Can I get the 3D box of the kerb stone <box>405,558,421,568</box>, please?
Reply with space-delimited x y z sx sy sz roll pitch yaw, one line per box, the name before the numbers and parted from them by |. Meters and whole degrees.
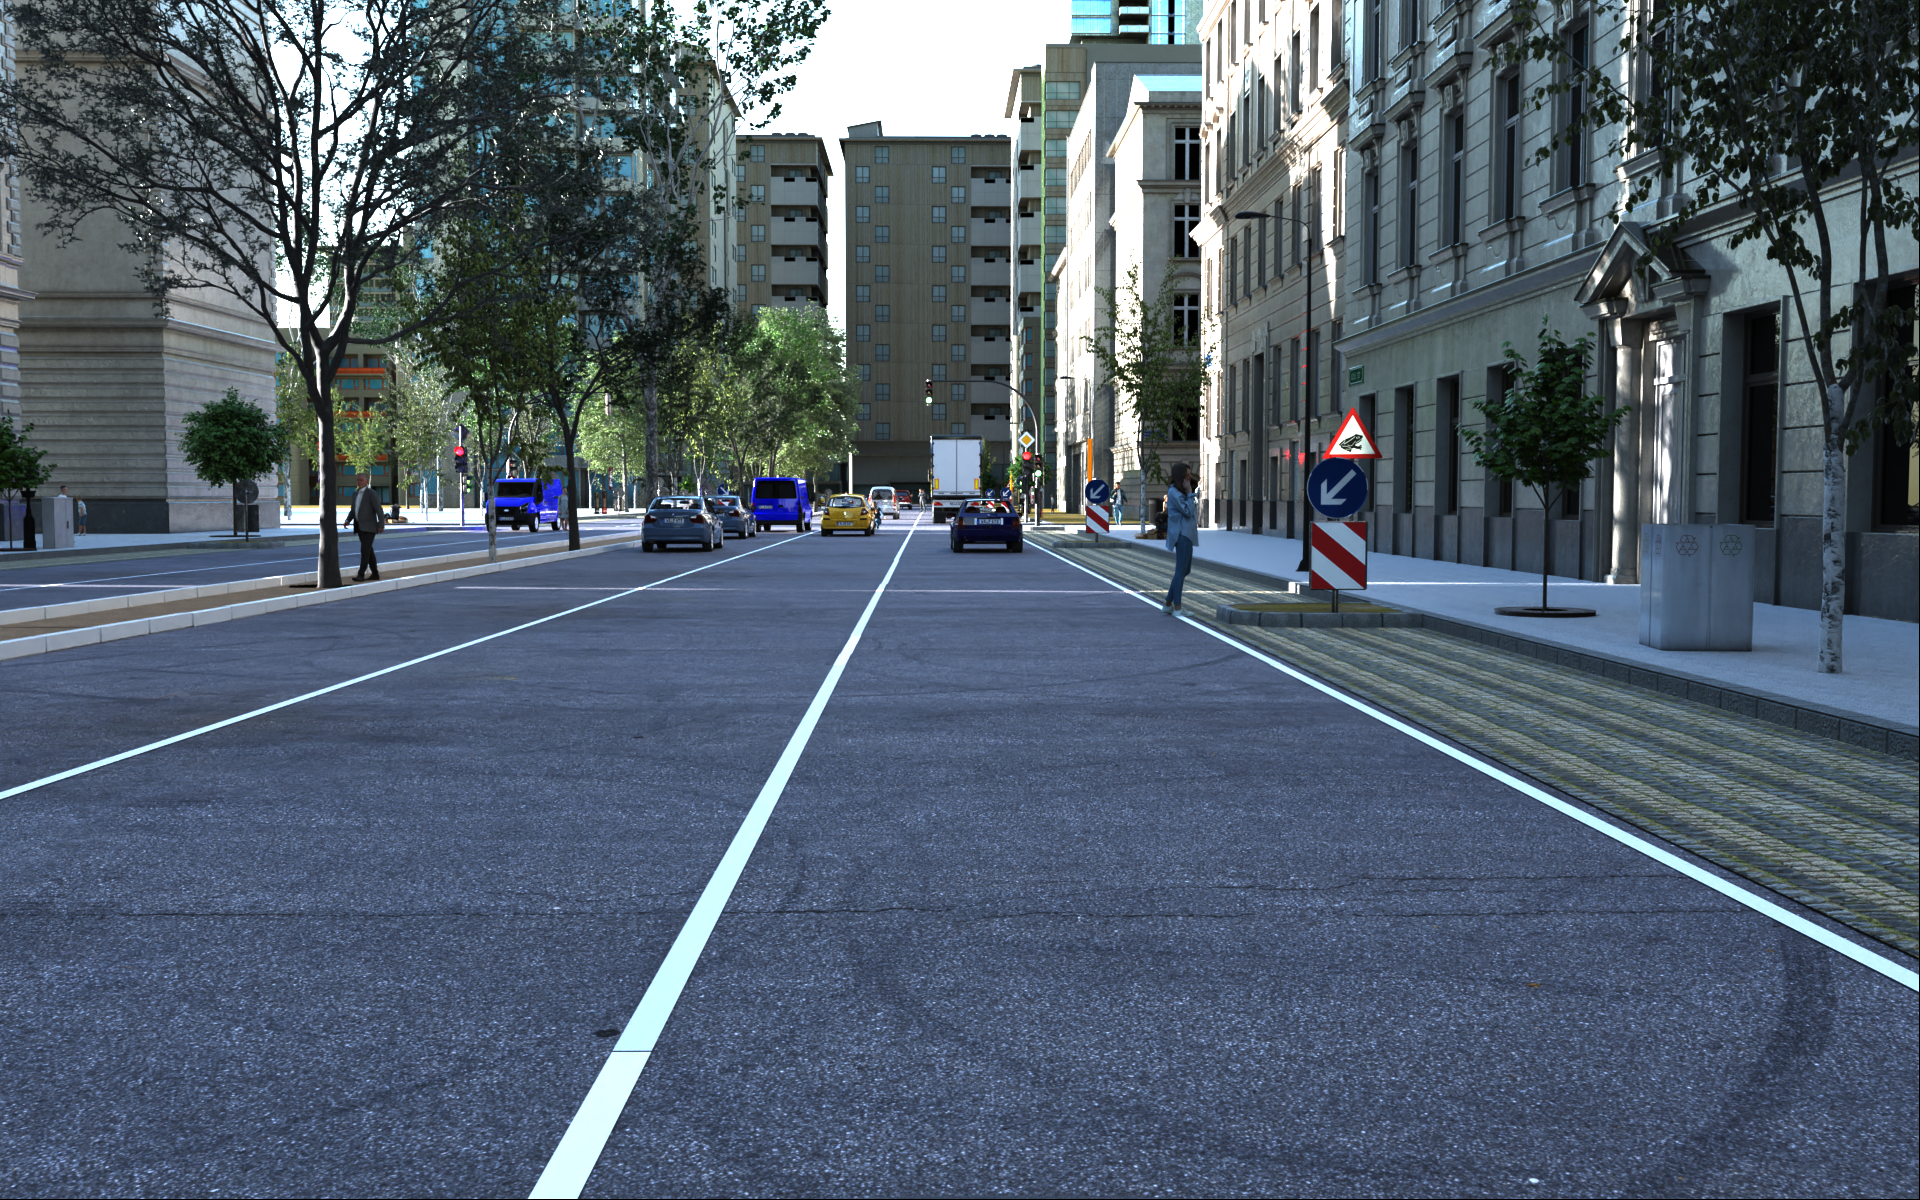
kerb stone | -10.693 -0.694 33.549 0.120 0.150 1.000 0 4 -1

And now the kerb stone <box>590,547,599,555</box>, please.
kerb stone | -8.718 -1.135 40.780 0.120 0.150 1.000 0 4 -1

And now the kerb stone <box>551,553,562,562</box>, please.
kerb stone | -8.656 -0.883 36.679 0.120 0.150 1.000 0 4 -1

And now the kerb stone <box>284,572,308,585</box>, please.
kerb stone | -10.601 -0.318 27.396 0.120 0.150 1.000 0 4 -1

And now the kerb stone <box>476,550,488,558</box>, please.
kerb stone | -10.786 -1.007 38.662 0.120 0.150 1.000 0 4 -1

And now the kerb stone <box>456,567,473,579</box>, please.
kerb stone | -8.534 -0.447 29.496 0.120 0.150 1.000 0 4 -1

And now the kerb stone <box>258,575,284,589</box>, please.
kerb stone | -10.582 -0.254 26.370 0.120 0.150 1.000 0 4 -1

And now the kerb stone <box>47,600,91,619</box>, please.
kerb stone | -10.483 0.124 20.229 0.120 0.150 1.000 0 4 -1

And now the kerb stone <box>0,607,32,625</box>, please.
kerb stone | -10.466 0.183 19.203 0.120 0.150 1.000 0 4 -1

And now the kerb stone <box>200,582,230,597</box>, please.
kerb stone | -10.551 -0.130 24.324 0.120 0.150 1.000 0 4 -1

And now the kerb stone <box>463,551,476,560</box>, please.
kerb stone | -10.766 -0.944 37.641 0.120 0.150 1.000 0 4 -1

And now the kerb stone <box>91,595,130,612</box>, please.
kerb stone | -10.507 0.058 21.251 0.120 0.150 1.000 0 4 -1

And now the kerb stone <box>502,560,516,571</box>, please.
kerb stone | -8.581 -0.634 32.575 0.120 0.150 1.000 0 4 -1

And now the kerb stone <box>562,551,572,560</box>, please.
kerb stone | -8.670 -0.949 37.708 0.120 0.150 1.000 0 4 -1

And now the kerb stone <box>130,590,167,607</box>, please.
kerb stone | -10.519 -0.005 22.274 0.120 0.150 1.000 0 4 -1

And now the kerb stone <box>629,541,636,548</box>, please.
kerb stone | -8.812 -1.443 45.902 0.120 0.150 1.000 0 4 -1

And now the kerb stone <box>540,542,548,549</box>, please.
kerb stone | -10.889 -1.381 44.808 0.120 0.150 1.000 0 4 -1

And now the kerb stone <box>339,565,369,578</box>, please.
kerb stone | -10.662 -0.506 30.466 0.120 0.150 1.000 0 4 -1

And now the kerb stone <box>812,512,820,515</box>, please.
kerb stone | -10.017 -5.996 120.223 0.120 0.150 1.000 0 4 -1

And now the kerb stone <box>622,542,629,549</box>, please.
kerb stone | -8.791 -1.387 44.878 0.120 0.150 1.000 0 4 -1

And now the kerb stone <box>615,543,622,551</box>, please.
kerb stone | -8.771 -1.324 43.849 0.120 0.150 1.000 0 4 -1

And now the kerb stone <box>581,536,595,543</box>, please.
kerb stone | -10.985 -1.754 50.956 0.120 0.150 1.000 0 4 -1

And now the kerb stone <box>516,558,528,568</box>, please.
kerb stone | -8.603 -0.698 33.602 0.120 0.150 1.000 0 4 -1

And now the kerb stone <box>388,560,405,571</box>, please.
kerb stone | -10.680 -0.632 32.527 0.120 0.150 1.000 0 4 -1

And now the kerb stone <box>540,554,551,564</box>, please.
kerb stone | -8.640 -0.822 35.655 0.120 0.150 1.000 0 4 -1

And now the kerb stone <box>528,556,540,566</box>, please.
kerb stone | -8.621 -0.760 34.633 0.120 0.150 1.000 0 4 -1

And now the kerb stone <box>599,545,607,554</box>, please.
kerb stone | -8.742 -1.199 41.801 0.120 0.150 1.000 0 4 -1

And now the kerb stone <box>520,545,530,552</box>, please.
kerb stone | -10.854 -1.255 42.755 0.120 0.150 1.000 0 4 -1

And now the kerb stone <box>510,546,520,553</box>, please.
kerb stone | -10.837 -1.195 41.733 0.120 0.150 1.000 0 4 -1

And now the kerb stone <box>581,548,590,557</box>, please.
kerb stone | -8.704 -1.074 39.757 0.120 0.150 1.000 0 4 -1

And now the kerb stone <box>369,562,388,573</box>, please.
kerb stone | -10.659 -0.569 31.497 0.120 0.150 1.000 0 4 -1

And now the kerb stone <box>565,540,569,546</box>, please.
kerb stone | -10.934 -1.569 47.878 0.120 0.150 1.000 0 4 -1

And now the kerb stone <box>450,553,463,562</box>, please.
kerb stone | -10.749 -0.882 36.619 0.120 0.150 1.000 0 4 -1

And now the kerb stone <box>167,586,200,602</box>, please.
kerb stone | -10.540 -0.068 23.302 0.120 0.150 1.000 0 4 -1

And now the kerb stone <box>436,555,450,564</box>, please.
kerb stone | -10.736 -0.820 35.597 0.120 0.150 1.000 0 4 -1

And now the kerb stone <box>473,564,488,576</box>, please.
kerb stone | -8.557 -0.505 30.518 0.120 0.150 1.000 0 4 -1

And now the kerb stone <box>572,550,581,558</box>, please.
kerb stone | -8.690 -1.010 38.730 0.120 0.150 1.000 0 4 -1

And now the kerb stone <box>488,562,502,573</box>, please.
kerb stone | -8.573 -0.572 31.547 0.120 0.150 1.000 0 4 -1

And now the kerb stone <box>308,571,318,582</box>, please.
kerb stone | -10.614 -0.381 28.423 0.120 0.150 1.000 0 4 -1

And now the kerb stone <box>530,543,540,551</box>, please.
kerb stone | -10.866 -1.320 43.777 0.120 0.150 1.000 0 4 -1

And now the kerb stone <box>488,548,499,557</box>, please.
kerb stone | -10.807 -1.069 39.684 0.120 0.150 1.000 0 4 -1

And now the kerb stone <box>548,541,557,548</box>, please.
kerb stone | -10.902 -1.446 45.830 0.120 0.150 1.000 0 4 -1

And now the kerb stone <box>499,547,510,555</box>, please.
kerb stone | -10.819 -1.132 40.706 0.120 0.150 1.000 0 4 -1

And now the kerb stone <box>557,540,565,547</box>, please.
kerb stone | -10.923 -1.508 46.852 0.120 0.150 1.000 0 4 -1

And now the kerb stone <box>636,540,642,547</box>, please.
kerb stone | -8.813 -1.513 46.927 0.120 0.150 1.000 0 4 -1

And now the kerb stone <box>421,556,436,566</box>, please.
kerb stone | -10.716 -0.757 34.571 0.120 0.150 1.000 0 4 -1

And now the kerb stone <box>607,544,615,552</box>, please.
kerb stone | -8.754 -1.262 42.827 0.120 0.150 1.000 0 4 -1

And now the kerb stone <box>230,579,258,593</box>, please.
kerb stone | -10.565 -0.193 25.348 0.120 0.150 1.000 0 4 -1
